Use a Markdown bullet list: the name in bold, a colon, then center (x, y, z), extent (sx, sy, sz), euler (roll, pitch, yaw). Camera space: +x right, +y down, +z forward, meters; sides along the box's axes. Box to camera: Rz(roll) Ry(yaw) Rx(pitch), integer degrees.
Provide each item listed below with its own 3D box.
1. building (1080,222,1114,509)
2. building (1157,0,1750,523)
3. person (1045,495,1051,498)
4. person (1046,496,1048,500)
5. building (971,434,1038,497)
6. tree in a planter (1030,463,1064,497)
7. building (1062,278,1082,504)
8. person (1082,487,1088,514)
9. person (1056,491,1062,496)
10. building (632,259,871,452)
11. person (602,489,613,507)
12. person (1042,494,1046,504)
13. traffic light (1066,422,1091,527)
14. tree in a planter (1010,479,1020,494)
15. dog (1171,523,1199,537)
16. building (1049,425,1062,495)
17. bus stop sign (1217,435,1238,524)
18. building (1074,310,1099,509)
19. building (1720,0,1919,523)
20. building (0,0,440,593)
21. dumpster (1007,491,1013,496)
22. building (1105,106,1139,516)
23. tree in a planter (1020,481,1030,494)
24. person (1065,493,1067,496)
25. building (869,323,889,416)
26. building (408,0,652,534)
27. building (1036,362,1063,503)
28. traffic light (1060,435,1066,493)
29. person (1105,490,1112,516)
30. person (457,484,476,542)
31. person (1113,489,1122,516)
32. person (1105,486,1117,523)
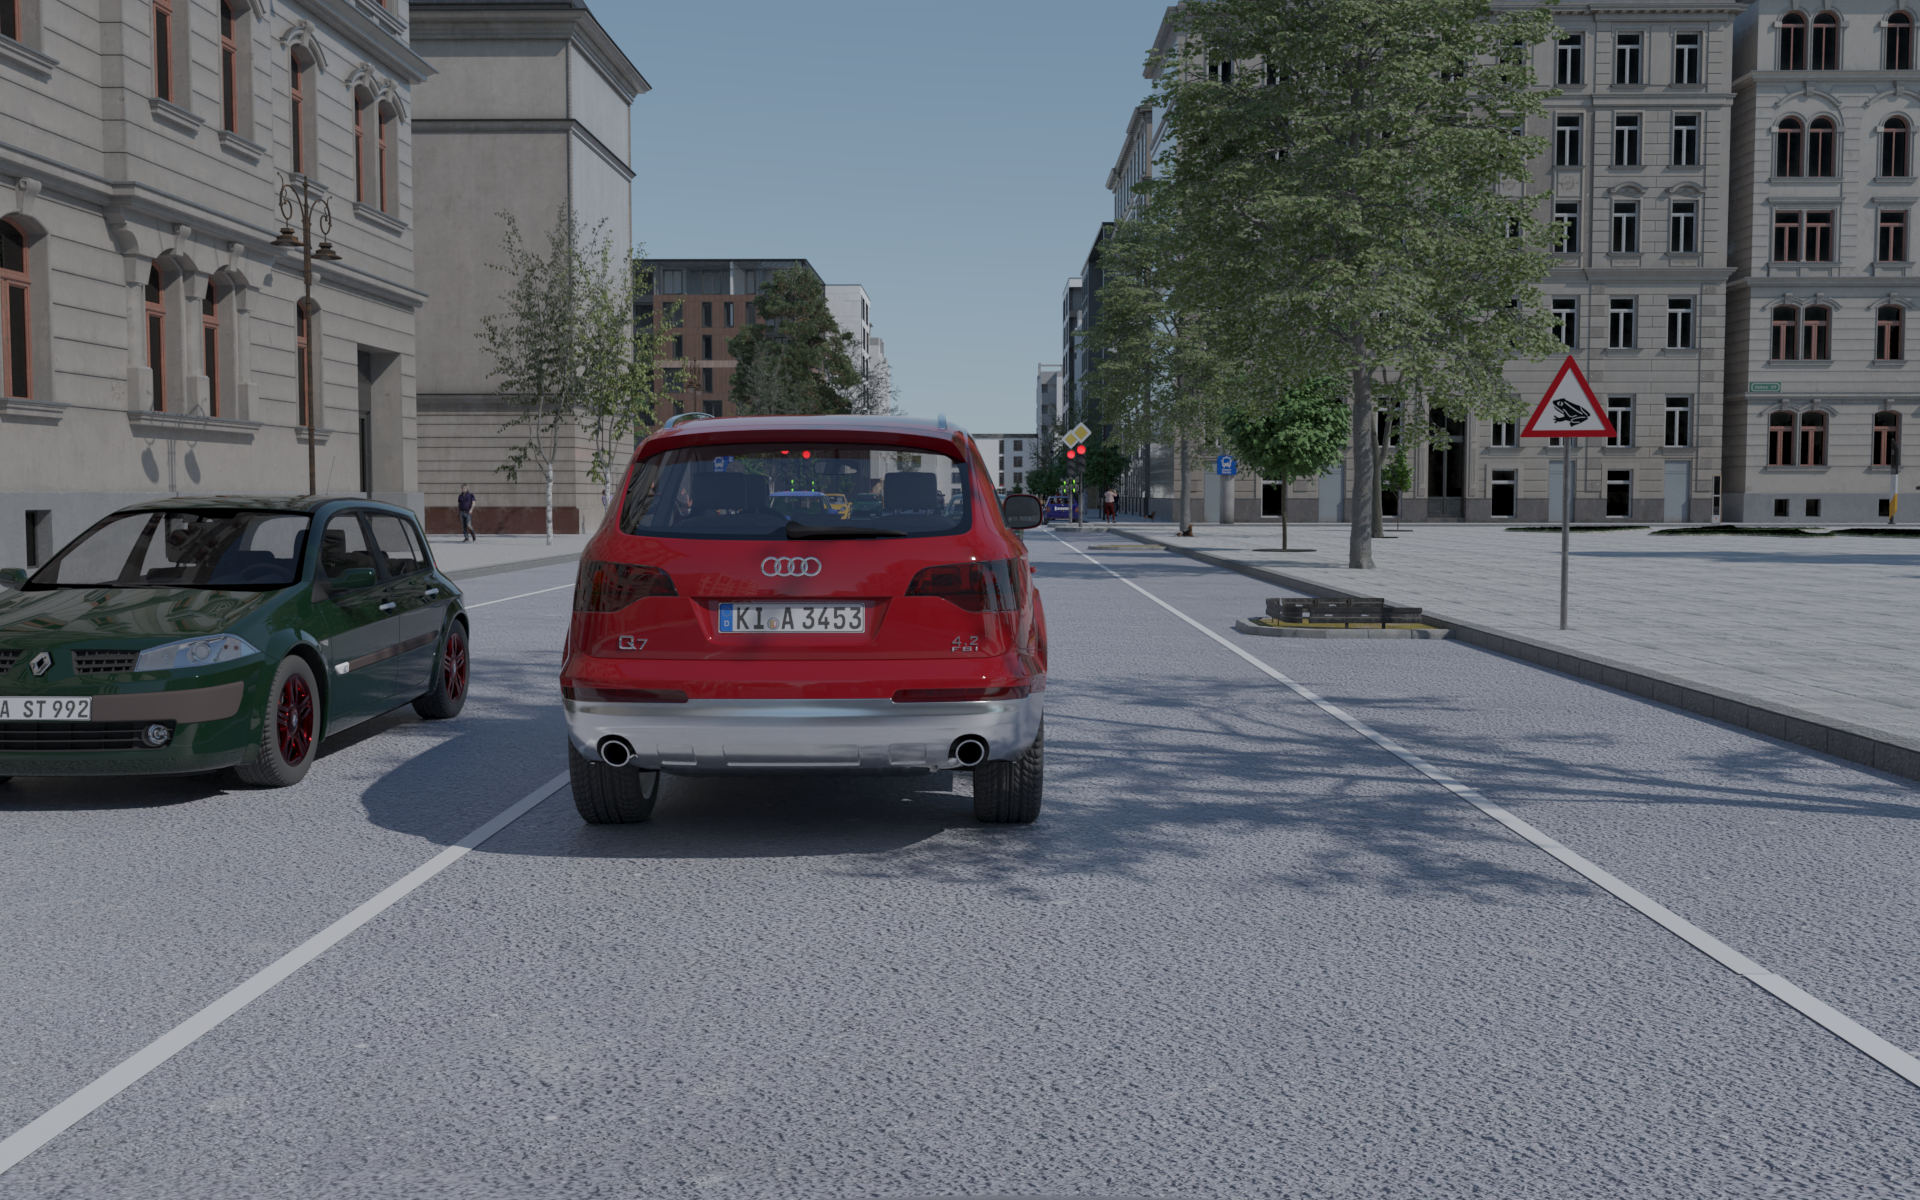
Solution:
- **building**: center (17.230, -19.315, 134.860), extent (14.314, 24.678, 30.058), euler (0, 4, 1)
- **building**: center (21.649, -17.389, 81.574), extent (25.104, 27.353, 12.463), euler (0, 4, 1)
- **person**: center (8.621, -9.567, 162.459), extent (1.348, 1.824, 0.705), euler (-1, 4, -13)
- **person**: center (8.244, -9.579, 163.459), extent (0.445, 1.727, 0.742), euler (3, 4, 38)
- **building**: center (-3.182, -18.289, 241.165), extent (28.070, 9.664, 9.099), euler (0, 4, 1)
- **tree in a planter**: center (5.182, -6.256, 99.505), extent (1.991, 3.239, 1.994), euler (0, 4, 1)
- **building**: center (24.457, -20.531, 179.657), extent (27.936, 21.610, 32.646), euler (0, 4, 1)
- **person**: center (8.079, -6.491, 112.834), extent (0.551, 1.740, 0.621), euler (0, 4, 6)
- **person**: center (7.579, -7.616, 132.261), extent (0.444, 1.614, 0.593), euler (-1, 4, -17)
- **building**: center (-23.616, -19.749, 166.869), extent (27.936, 21.610, 32.646), euler (0, 4, 1)
- **person**: center (-11.117, -2.793, 54.943), extent (0.697, 1.427, 0.421), euler (3, 5, 43)
- **person**: center (9.556, -11.665, 196.783), extent (1.348, 1.821, 0.705), euler (-1, 4, -10)
- **traffic light**: center (4.641, -4.746, 66.843), extent (0.839, 4.213, 0.868), euler (0, 4, 1)
- **tree in a planter**: center (6.763, -12.622, 203.593), extent (1.991, 3.239, 1.994), euler (0, 4, 1)
- **dog**: center (6.721, -2.085, 51.830), extent (0.748, 0.427, 0.550), euler (2, 4, 34)
- **building**: center (15.892, -16.413, 210.501), extent (9.099, 9.664, 28.070), euler (0, 4, 1)
- **bus stop sign**: center (11.448, -5.211, 74.215), extent (0.837, 3.901, 0.837), euler (1, 4, 11)
- **building**: center (18.518, -18.407, 157.368), extent (16.016, 20.091, 11.380), euler (0, 4, 1)
- **building**: center (45.989, -18.023, 82.058), extent (23.554, 28.519, 14.401), euler (0, 4, 1)
- **building**: center (-18.509, -14.679, 27.383), extent (14.401, 28.519, 23.554), euler (0, 4, 1)
- **dumpster**: center (6.768, -12.885, 218.882), extent (1.865, 1.857, 1.264), euler (0, 4, 2)
- **building**: center (16.000, -18.960, 107.264), extent (12.463, 27.353, 25.104), euler (0, 4, 1)
- **tree in a planter**: center (5.584, -7.924, 126.785), extent (1.991, 3.239, 1.994), euler (0, 4, 1)
- **person**: center (9.373, -9.022, 154.267), extent (0.721, 1.735, 1.217), euler (1, 4, 10)
- **building**: center (-16.370, -20.342, 189.014), extent (16.016, 20.091, 11.380), euler (0, 4, 1)
- **building**: center (-21.094, -11.907, 59.309), extent (19.286, 19.102, 10.561), euler (0, 4, 1)
- **building**: center (16.578, -23.643, 242.980), extent (11.380, 20.091, 16.016), euler (0, 4, 1)
- **traffic light**: center (4.762, -5.234, 74.827), extent (0.839, 4.213, 0.868), euler (0, 4, 1)
- **person**: center (8.770, -5.735, 102.270), extent (0.387, 1.526, 0.523), euler (3, 5, 42)
- **person**: center (-13.204, -2.345, 46.587), extent (0.471, 1.553, 0.569), euler (-3, 5, -42)
- **person**: center (8.992, -5.583, 99.530), extent (0.569, 1.553, 0.471), euler (0, 4, -5)
- **person**: center (6.623, -4.206, 76.271), extent (0.566, 1.644, 0.517), euler (-2, 4, -24)
